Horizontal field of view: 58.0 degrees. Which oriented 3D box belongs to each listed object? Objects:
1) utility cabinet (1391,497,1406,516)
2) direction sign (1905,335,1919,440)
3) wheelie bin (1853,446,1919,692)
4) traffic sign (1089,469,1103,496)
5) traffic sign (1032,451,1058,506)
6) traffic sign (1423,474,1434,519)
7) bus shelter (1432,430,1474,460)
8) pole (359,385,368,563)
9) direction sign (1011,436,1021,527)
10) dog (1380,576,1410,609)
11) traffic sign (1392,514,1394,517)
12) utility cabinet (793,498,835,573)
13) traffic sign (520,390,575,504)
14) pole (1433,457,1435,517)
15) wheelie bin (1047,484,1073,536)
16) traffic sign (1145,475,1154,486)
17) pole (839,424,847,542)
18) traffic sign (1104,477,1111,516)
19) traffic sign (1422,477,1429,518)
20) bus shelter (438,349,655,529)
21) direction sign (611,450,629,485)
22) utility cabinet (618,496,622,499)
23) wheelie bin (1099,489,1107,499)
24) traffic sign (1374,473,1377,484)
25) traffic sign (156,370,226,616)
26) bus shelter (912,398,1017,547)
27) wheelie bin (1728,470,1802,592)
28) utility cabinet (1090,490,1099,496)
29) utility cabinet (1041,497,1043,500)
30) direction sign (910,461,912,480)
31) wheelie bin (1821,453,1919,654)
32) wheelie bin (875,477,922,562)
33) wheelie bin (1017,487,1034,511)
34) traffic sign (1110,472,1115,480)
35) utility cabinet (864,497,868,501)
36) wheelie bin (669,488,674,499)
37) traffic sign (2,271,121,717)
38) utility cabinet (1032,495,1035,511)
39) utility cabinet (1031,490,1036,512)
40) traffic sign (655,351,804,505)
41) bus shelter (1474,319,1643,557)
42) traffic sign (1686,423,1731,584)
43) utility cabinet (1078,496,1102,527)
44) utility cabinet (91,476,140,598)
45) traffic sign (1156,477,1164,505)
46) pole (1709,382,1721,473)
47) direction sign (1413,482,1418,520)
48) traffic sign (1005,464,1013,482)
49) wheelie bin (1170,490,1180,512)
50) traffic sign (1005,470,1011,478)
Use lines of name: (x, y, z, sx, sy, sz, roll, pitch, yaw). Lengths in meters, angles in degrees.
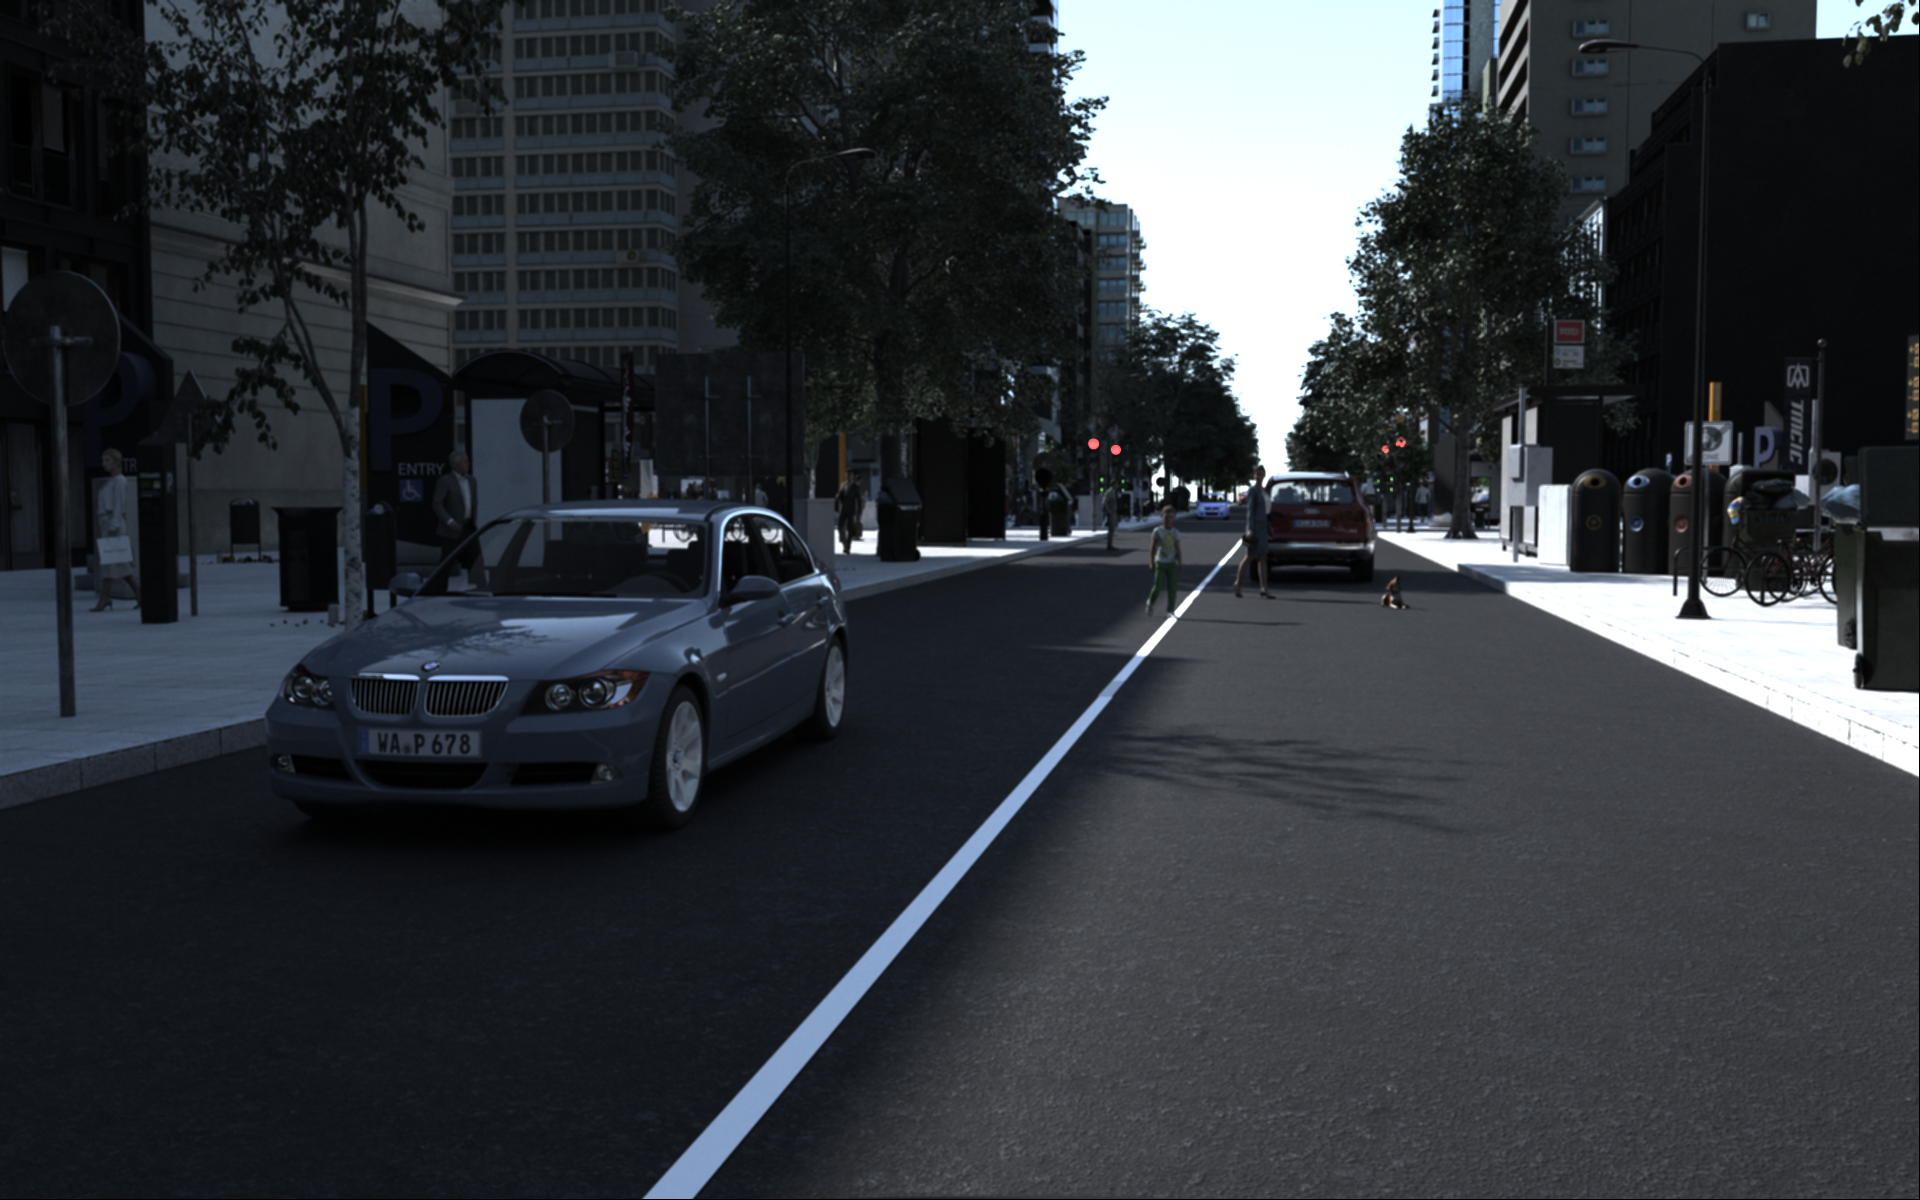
utility cabinet: (25.432, -5.464, 100.500, 0.306, 1.237, 1.020, -2, 4, -31)
direction sign: (13.643, -1.989, 24.521, 0.379, 3.537, 0.876, 0, 4, -3)
wheelie bin: (6.248, -0.217, 11.449, 0.980, 1.594, 0.693, 1, 4, 23)
traffic sign: (6.493, -5.028, 82.316, 0.768, 2.556, 0.104, 1, 4, 19)
traffic sign: (2.527, -3.156, 51.708, 0.768, 2.556, 0.104, 1, 4, 11)
traffic sign: (23.985, -5.397, 88.352, 0.768, 2.556, 0.104, 1, 4, 20)
bus shelter: (23.089, -6.271, 80.158, 2.179, 5.291, 8.768, 1, 4, 10)
pole: (-11.142, -2.359, 32.412, 0.158, 3.312, 0.155, 0, 3, 0)
direction sign: (2.183, -4.601, 67.220, 0.379, 3.537, 0.876, -1, 4, -15)
dog: (5.569, -0.106, 21.931, 0.748, 0.427, 0.550, -3, 5, -45)
traffic sign: (23.791, -5.810, 95.101, 0.768, 2.556, 0.104, 1, 4, 13)
utility cabinet: (-2.178, -0.878, 25.515, 0.306, 1.237, 1.020, 1, 4, 19)
traffic sign: (-5.071, -1.292, 21.227, 0.768, 2.556, 0.104, 1, 4, 19)
pole: (26.071, -6.188, 95.012, 0.158, 3.312, 0.155, 0, 3, 0)
wheelie bin: (3.034, -2.739, 52.684, 0.693, 1.594, 0.980, 1, 4, 17)
traffic sign: (11.838, -6.725, 109.952, 0.884, 2.594, 0.081, 1, 4, 18)
pole: (-3.113, -3.188, 45.969, 0.158, 3.312, 0.155, 0, 3, 0)
traffic sign: (8.703, -6.187, 103.293, 0.606, 2.300, 0.079, 1, 4, 14)
traffic sign: (24.681, -5.570, 91.175, 0.768, 2.556, 0.104, 1, 4, 13)
bus shelter: (-5.822, -2.017, 26.900, 2.014, 3.302, 5.546, 1, 4, 11)
direction sign: (-17.421, -5.918, 88.761, 0.876, 3.537, 0.379, -2, 4, -25)
utility cabinet: (-10.320, -2.394, 50.303, 1.020, 1.237, 0.306, 0, 4, 0)
wheelie bin: (9.111, -6.313, 111.119, 0.980, 1.594, 0.693, 2, 4, 34)
traffic sign: (19.746, -4.847, 81.371, 0.606, 2.300, 0.079, 1, 4, 16)
traffic sign: (-8.076, -1.112, 18.193, 0.884, 2.594, 0.081, 1, 4, 11)
bus shelter: (0.213, -3.294, 45.144, 1.731, 3.624, 6.357, 1, 4, 11)
wheelie bin: (10.716, -0.919, 22.926, 0.980, 1.594, 0.693, 1, 4, 14)
utility cabinet: (10.814, -7.820, 136.529, 1.173, 1.500, 0.318, -1, 4, -11)
utility cabinet: (6.573, -8.000, 141.969, 0.306, 1.237, 1.020, -2, 4, -30)
direction sign: (-3.506, -7.726, 118.312, 0.876, 3.537, 0.379, -1, 4, -17)
wheelie bin: (7.660, -0.399, 14.426, 0.980, 1.594, 0.693, 1, 4, 8)
wheelie bin: (-1.203, -1.528, 32.890, 0.980, 1.594, 0.693, -3, 5, -43)
wheelie bin: (2.838, -4.131, 75.443, 0.693, 1.594, 0.980, -1, 4, -14)
traffic sign: (9.146, -6.355, 103.902, 0.884, 2.594, 0.081, 1, 4, 14)
utility cabinet: (-4.751, -4.440, 83.747, 0.306, 1.237, 1.020, 1, 4, 19)
wheelie bin: (-20.190, -6.726, 117.885, 0.980, 1.594, 0.693, -1, 4, -23)
traffic sign: (-5.149, -0.600, 9.920, 0.768, 2.556, 0.104, 1, 4, 12)
utility cabinet: (3.632, -5.028, 93.371, 0.306, 1.237, 1.020, -2, 4, -34)
utility cabinet: (4.135, -5.789, 103.333, 0.318, 1.500, 1.173, 2, 4, 31)
traffic sign: (-3.339, -1.903, 24.991, 2.265, 3.308, 0.079, 1, 4, 13)
bus shelter: (12.802, -3.662, 37.500, 2.179, 5.291, 8.768, 1, 4, 10)
traffic sign: (10.565, -1.369, 24.505, 0.606, 2.300, 0.079, 1, 4, 17)
utility cabinet: (5.131, -3.492, 68.261, 1.020, 1.237, 0.306, 3, 5, 45)
utility cabinet: (-10.392, -0.779, 21.418, 0.318, 1.500, 1.173, -3, 5, -43)
traffic sign: (14.567, -7.685, 125.763, 0.768, 2.556, 0.104, 1, 4, 19)
pole: (13.775, -2.313, 31.669, 0.158, 3.312, 0.155, 0, 3, 0)
direction sign: (22.141, -5.646, 84.313, 0.379, 3.537, 0.876, 0, 4, 1)
traffic sign: (1.802, -4.385, 71.795, 0.768, 2.556, 0.104, 1, 4, 12)
wheelie bin: (15.016, -6.930, 121.209, 0.693, 1.594, 0.980, 1, 4, 15)
traffic sign: (1.269, -3.558, 58.176, 0.884, 2.594, 0.081, 1, 4, 14)
